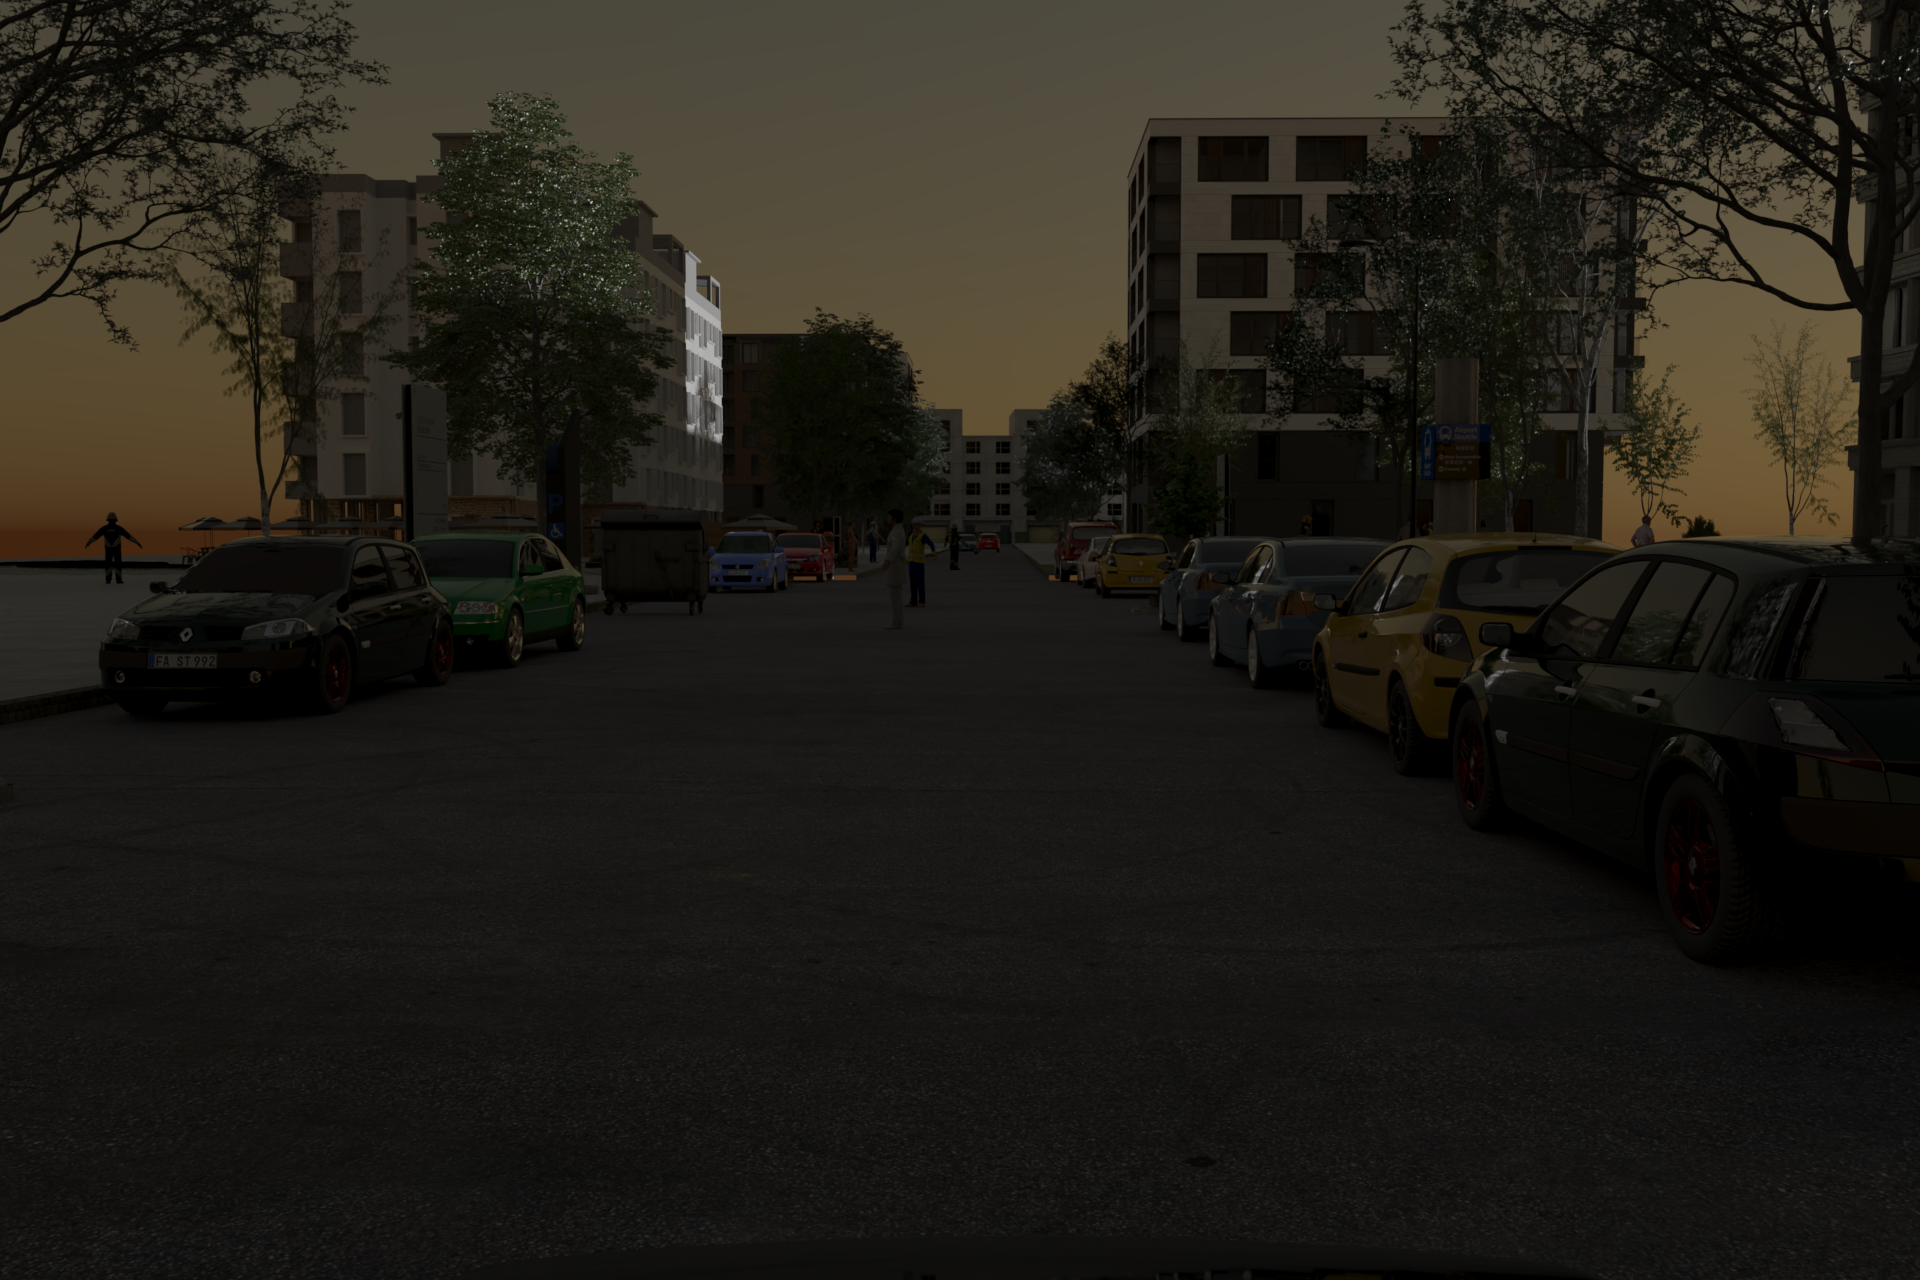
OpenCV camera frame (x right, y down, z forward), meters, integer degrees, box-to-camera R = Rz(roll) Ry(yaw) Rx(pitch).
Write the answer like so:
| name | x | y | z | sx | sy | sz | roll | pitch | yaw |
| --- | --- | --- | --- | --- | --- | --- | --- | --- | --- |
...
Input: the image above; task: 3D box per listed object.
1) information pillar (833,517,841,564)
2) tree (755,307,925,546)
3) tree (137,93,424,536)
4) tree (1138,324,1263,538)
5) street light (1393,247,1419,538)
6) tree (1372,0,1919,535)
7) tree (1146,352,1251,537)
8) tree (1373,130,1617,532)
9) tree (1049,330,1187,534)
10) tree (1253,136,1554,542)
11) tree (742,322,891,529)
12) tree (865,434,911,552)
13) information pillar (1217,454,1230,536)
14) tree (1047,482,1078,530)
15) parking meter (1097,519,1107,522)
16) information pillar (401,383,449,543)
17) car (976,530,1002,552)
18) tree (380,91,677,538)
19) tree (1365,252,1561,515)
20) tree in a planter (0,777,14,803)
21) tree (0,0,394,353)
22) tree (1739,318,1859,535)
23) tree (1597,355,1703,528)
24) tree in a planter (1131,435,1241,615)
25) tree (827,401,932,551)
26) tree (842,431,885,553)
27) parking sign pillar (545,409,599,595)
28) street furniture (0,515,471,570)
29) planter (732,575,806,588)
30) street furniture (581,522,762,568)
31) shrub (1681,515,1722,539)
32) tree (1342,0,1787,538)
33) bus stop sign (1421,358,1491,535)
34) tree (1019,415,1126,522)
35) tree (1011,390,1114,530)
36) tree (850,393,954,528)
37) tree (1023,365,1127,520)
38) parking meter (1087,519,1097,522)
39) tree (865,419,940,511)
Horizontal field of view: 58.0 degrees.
| name | x | y | z | sx | sy | sz | roll | pitch | yaw |
| --- | --- | --- | --- | --- | --- | --- | --- | --- | --- |
| information pillar | -5.202 | -4.215 | 73.404 | 0.304 | 2.012 | 0.304 | 0 | 4 | 0 |
| tree | -6.685 | -11.732 | 98.477 | 9.857 | 13.997 | 8.962 | 0 | 3 | 0 |
| tree | -12.070 | -4.833 | 29.383 | 4.360 | 8.622 | 3.978 | 0 | 3 | 0 |
| tree | 8.067 | -6.805 | 61.617 | 4.360 | 8.622 | 3.978 | 0 | 3 | 0 |
| street light | 7.736 | -3.355 | 27.392 | 1.470 | 5.913 | 1.316 | 0 | 4 | 1 |
| tree | 9.719 | -6.584 | 18.012 | 12.009 | 13.543 | 11.850 | 0 | 3 | 0 |
| tree | 9.792 | -7.280 | 69.391 | 4.737 | 8.622 | 4.395 | 0 | 3 | 0 |
| tree | 10.210 | -4.962 | 31.489 | 4.360 | 8.622 | 3.978 | 0 | 3 | 0 |
| tree | 7.615 | -8.896 | 79.861 | 7.601 | 10.594 | 8.767 | 0 | 4 | -5 |
| tree | 10.339 | -6.556 | 41.596 | 7.601 | 10.594 | 8.767 | -2 | 4 | -27 |
| tree | -7.072 | -9.731 | 84.861 | 9.928 | 11.665 | 9.643 | 0 | 3 | 0 |
| tree | -5.621 | -10.477 | 121.667 | 4.737 | 8.622 | 4.395 | 0 | 3 | 0 |
| information pillar | 7.832 | -3.686 | 51.577 | 0.184 | 3.620 | 1.656 | 0 | 4 | 1 |
| tree | 9.611 | -12.740 | 158.655 | 4.360 | 8.622 | 3.978 | 0 | 3 | 0 |
| parking meter | 5.380 | -3.651 | 65.406 | 0.399 | 1.863 | 0.255 | 0 | 4 | 2 |
| information pillar | -8.591 | -2.236 | 27.882 | 0.184 | 3.620 | 1.656 | 0 | 4 | 2 |
| car | 2.231 | -7.786 | 136.341 | 2.155 | 1.783 | 4.494 | 0 | 4 | 1 |
| tree | -11.316 | -7.790 | 45.492 | 7.486 | 12.596 | 7.792 | 0 | 3 | 0 |
| tree | 20.245 | -9.274 | 69.757 | 7.486 | 12.596 | 7.792 | 0 | 3 | 0 |
| tree in a planter | -6.114 | -0.708 | 8.795 | 1.991 | 3.239 | 1.994 | 0 | 4 | 1 |
| tree | -11.521 | -6.652 | 19.138 | 12.009 | 13.543 | 11.850 | 0 | 3 | 0 |
| tree | 28.429 | -6.665 | 59.336 | 4.360 | 8.622 | 3.978 | 0 | 3 | 0 |
| tree | 28.056 | -7.350 | 70.542 | 4.737 | 8.622 | 4.395 | 0 | 3 | 0 |
| tree in a planter | 4.116 | -2.082 | 31.263 | 1.991 | 3.239 | 1.994 | 0 | 4 | 1 |
| tree | -6.075 | -12.487 | 129.910 | 9.928 | 11.665 | 9.643 | 0 | 3 | 0 |
| tree | -6.405 | -10.066 | 114.939 | 4.737 | 8.622 | 4.395 | 0 | 3 | 0 |
| parking sign pillar | -8.428 | -2.957 | 36.816 | 1.447 | 3.967 | 1.447 | 0 | 4 | 1 |
| street furniture | -31.634 | -3.723 | 65.908 | 27.439 | 1.986 | 14.083 | 3 | 4 | 38 |
| planter | -5.217 | -1.577 | 46.925 | 1.991 | 0.319 | 1.994 | 0 | 4 | 1 |
| street furniture | -11.793 | -3.723 | 67.724 | 9.812 | 1.723 | 11.010 | 0 | 4 | 7 |
| shrub | 27.249 | -3.628 | 63.743 | 1.690 | 2.028 | 1.600 | 0 | 3 | 0 |
| tree | 19.094 | -12.297 | 56.944 | 12.611 | 20.169 | 13.585 | 0 | 3 | 0 |
| bus stop sign | 7.497 | -2.276 | 26.232 | 0.837 | 3.901 | 0.837 | 0 | 4 | 1 |
| tree | 8.950 | -12.277 | 135.144 | 8.767 | 10.594 | 7.601 | 0 | 4 | -4 |
| tree | 9.126 | -14.866 | 149.717 | 9.857 | 13.997 | 8.962 | 0 | 3 | 0 |
| tree | -5.487 | -15.310 | 156.976 | 9.857 | 13.997 | 8.962 | 0 | 3 | 0 |
| tree | 9.595 | -13.082 | 124.260 | 12.009 | 13.543 | 11.850 | 0 | 3 | 0 |
| parking meter | 5.050 | -3.685 | 65.966 | 0.399 | 1.863 | 0.255 | 0 | 4 | 2 |
| tree | -5.499 | -13.420 | 145.179 | 9.928 | 11.665 | 9.643 | 0 | 3 | 0 |
